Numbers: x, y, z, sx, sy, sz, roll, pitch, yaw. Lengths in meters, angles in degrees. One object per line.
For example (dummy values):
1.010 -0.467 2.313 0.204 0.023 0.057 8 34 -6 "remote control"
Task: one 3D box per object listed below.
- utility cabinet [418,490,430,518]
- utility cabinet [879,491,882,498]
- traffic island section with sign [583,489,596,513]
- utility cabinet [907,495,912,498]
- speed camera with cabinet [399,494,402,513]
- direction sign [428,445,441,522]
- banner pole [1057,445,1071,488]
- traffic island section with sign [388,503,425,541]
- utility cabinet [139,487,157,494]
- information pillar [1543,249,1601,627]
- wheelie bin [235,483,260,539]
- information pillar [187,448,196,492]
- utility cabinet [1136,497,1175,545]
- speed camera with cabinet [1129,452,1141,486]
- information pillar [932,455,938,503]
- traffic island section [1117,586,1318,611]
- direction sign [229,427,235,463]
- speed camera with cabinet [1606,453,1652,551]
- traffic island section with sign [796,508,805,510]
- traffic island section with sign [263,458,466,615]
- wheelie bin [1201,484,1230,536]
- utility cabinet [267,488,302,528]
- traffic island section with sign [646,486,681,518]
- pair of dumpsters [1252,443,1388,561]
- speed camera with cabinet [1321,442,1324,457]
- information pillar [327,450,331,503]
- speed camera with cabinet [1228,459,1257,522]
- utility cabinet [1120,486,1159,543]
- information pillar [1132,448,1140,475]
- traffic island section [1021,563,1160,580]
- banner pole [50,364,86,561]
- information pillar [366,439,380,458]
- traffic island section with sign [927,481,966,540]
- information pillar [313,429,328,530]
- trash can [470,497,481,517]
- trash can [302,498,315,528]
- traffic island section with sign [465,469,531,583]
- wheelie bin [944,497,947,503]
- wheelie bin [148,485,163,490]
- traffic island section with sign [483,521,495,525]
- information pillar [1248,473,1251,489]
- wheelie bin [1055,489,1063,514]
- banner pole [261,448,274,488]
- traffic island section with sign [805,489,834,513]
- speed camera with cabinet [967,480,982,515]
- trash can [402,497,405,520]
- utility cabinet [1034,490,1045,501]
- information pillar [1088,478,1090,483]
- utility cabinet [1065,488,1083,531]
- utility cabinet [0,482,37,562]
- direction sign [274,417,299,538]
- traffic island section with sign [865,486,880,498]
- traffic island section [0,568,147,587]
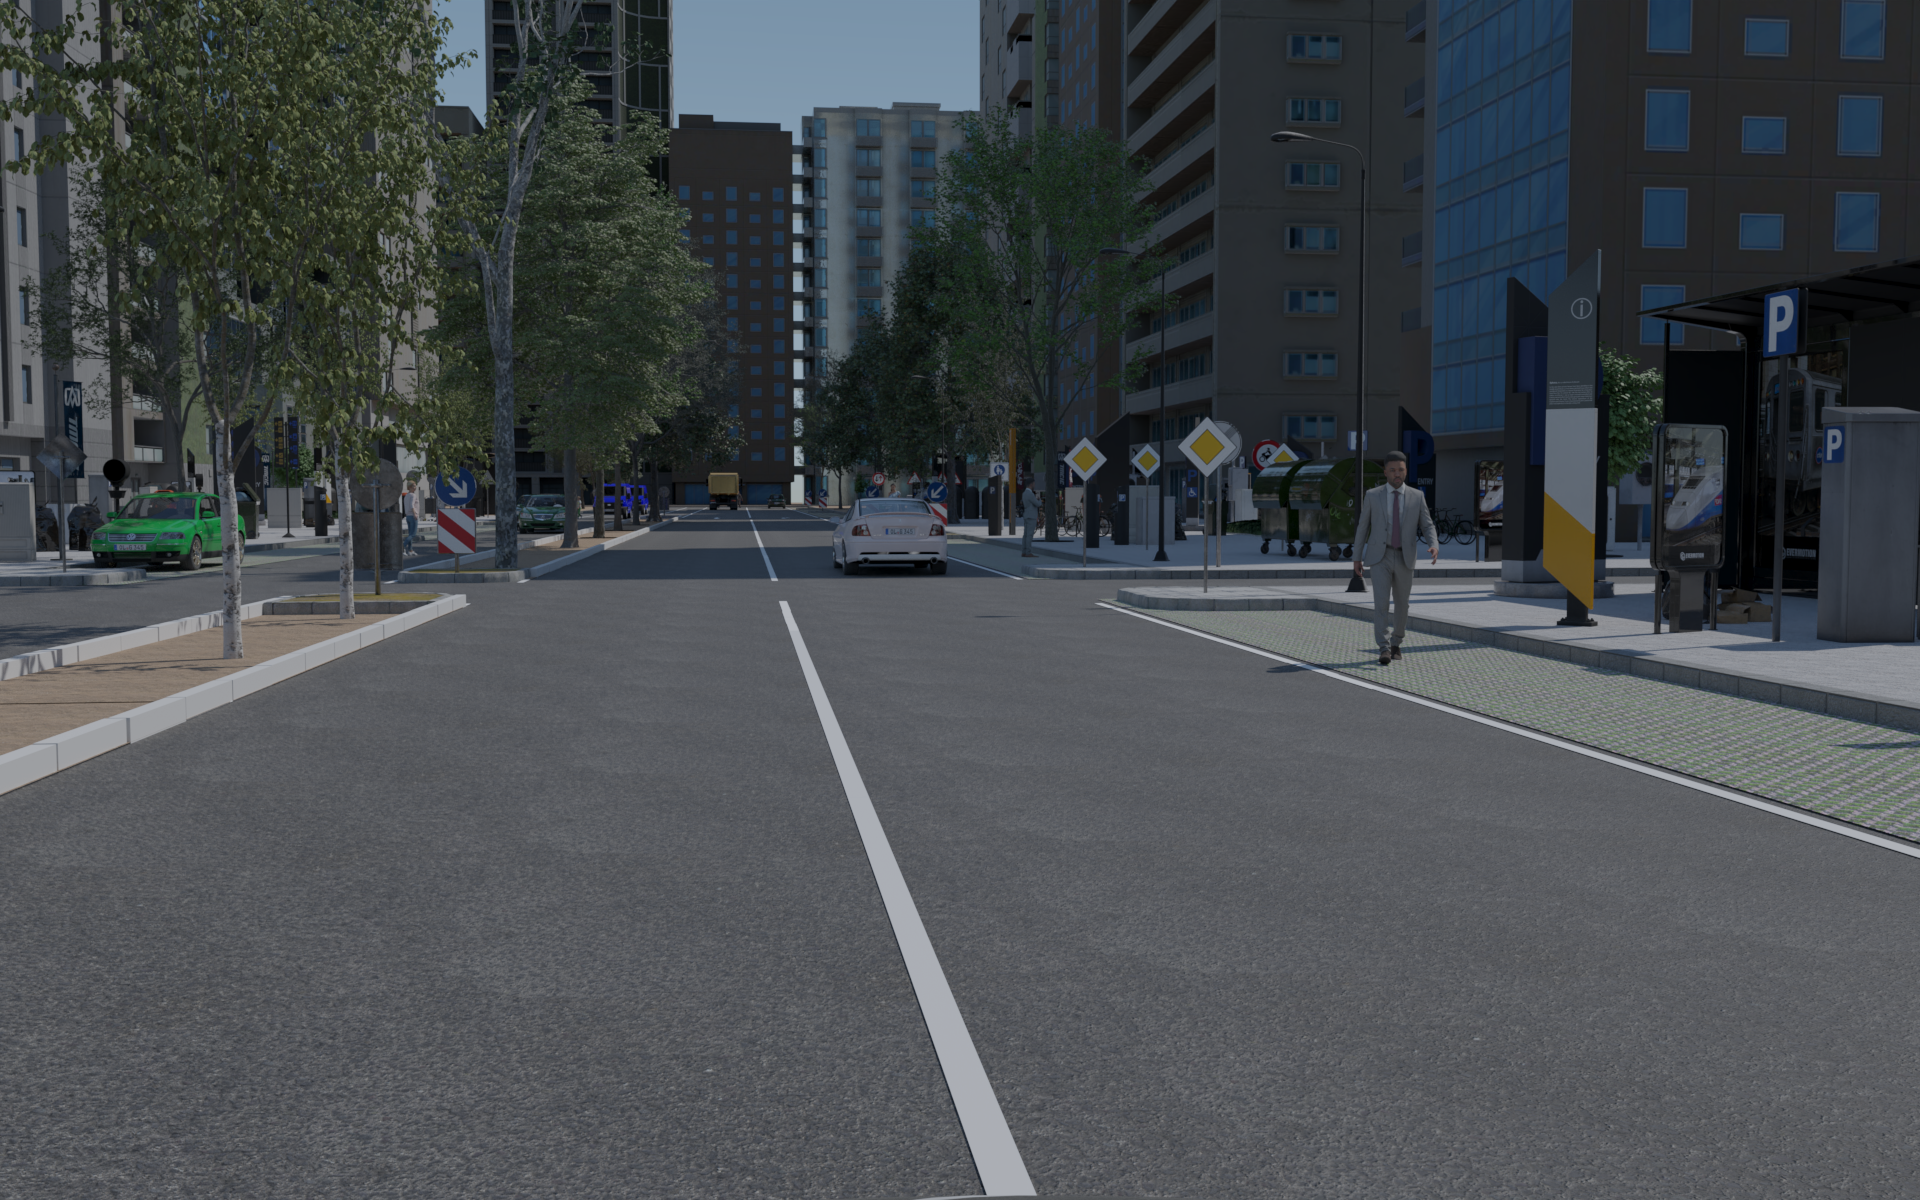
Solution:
-28.029 -5.009 90.576 0.318 1.500 1.173 0 4 -4 "utility cabinet"
-5.005 -5.752 102.728 0.318 1.500 1.173 2 4 24 "utility cabinet"
-27.090 -7.386 129.394 1.989 1.847 2.006 0 4 -7 "traffic island section with sign"
-2.459 -5.259 97.140 1.020 1.237 0.306 0 4 -7 "utility cabinet"
-27.545 -5.411 82.810 0.660 3.252 2.038 1 4 17 "speed camera with cabinet"
-23.993 -5.350 79.469 0.379 3.537 0.876 3 5 43 "direction sign"
5.397 -6.060 89.096 0.863 3.779 0.401 -1 4 -8 "banner pole"
-17.420 -2.699 52.754 1.989 1.847 2.006 0 4 -7 "traffic island section with sign"
-24.127 -2.619 51.500 0.318 1.500 1.173 -1 4 -15 "utility cabinet"
5.953 -1.558 16.828 0.504 3.616 0.183 3 4 38 "information pillar"
-20.284 -2.526 49.201 0.693 1.594 0.980 -1 4 -13 "wheelie bin"
-38.946 -5.897 87.767 0.504 3.616 0.183 2 4 28 "information pillar"
4.946 -2.000 43.862 1.020 1.237 0.306 -2 4 -28 "utility cabinet"
7.384 -5.290 80.829 2.038 3.252 0.660 2 4 26 "speed camera with cabinet"
-1.190 -5.509 81.425 0.183 3.616 0.504 2 4 24 "information pillar"
3.206 -0.013 22.498 2.009 0.180 2.903 0 4 -7 "traffic island section"
-24.611 -4.068 58.507 0.379 3.537 0.876 -3 4 -36 "direction sign"
14.644 -2.726 38.909 2.038 3.252 0.660 -1 4 -11 "speed camera with cabinet"
-14.097 -9.222 159.408 1.989 1.847 2.006 0 4 -7 "traffic island section with sign"
-7.340 -0.812 21.412 2.006 1.907 1.989 0 4 -7 "traffic island section with sign"
7.901 -2.791 53.540 0.693 1.594 0.980 -2 4 -27 "wheelie bin"
-25.107 -3.407 64.385 1.173 1.500 0.318 -1 4 -16 "utility cabinet"
-17.684 -5.821 103.310 2.006 1.907 1.989 0 4 -7 "traffic island section with sign"
7.290 -1.988 35.004 1.574 2.255 4.437 0 4 -7 "pair of dumpsters"
14.384 -4.405 66.365 2.038 3.252 0.660 -1 4 -19 "speed camera with cabinet"
-33.755 -6.186 92.500 0.183 3.616 0.504 1 4 9 "information pillar"
9.770 -4.003 59.780 0.660 3.252 2.038 0 4 -4 "speed camera with cabinet"
4.680 -2.215 44.896 1.173 1.500 0.318 3 4 39 "utility cabinet"
8.928 -5.903 87.865 0.504 3.616 0.183 -2 4 -33 "information pillar"
2.205 -0.498 30.421 2.009 0.180 2.903 0 4 -7 "traffic island section"
-17.334 -2.669 33.660 0.401 3.779 0.863 1 4 18 "banner pole"
-20.892 -4.298 61.626 0.504 3.616 0.183 0 4 -2 "information pillar"
-0.914 -2.843 55.108 1.989 1.847 2.006 0 4 -7 "traffic island section with sign"
-23.124 -4.346 62.409 0.183 3.616 0.504 0 4 6 "information pillar"
-26.788 -5.142 95.722 0.748 1.137 0.748 0 3 0 "trash can"
-24.898 -3.356 66.518 0.748 1.137 0.748 0 3 0 "trash can"
-8.258 -1.262 28.762 2.006 1.907 1.989 0 4 -7 "traffic island section with sign"
-0.593 -5.091 91.139 0.980 1.594 0.693 -1 4 -16 "wheelie bin"
-28.624 -3.279 61.518 0.693 1.594 0.980 1 4 12 "wheelie bin"
-20.852 -4.357 79.869 1.989 1.847 2.006 0 4 -7 "traffic island section with sign"
10.064 -3.472 61.263 0.304 2.012 0.304 -3 5 -42 "information pillar"
5.924 -5.929 104.840 0.693 1.594 0.980 2 4 26 "wheelie bin"
-37.270 -6.326 93.439 0.401 3.779 0.863 3 5 43 "banner pole"
-10.575 -7.526 131.670 1.989 1.847 2.006 0 4 -7 "traffic island section with sign"
0.789 -6.831 106.025 2.038 3.252 0.660 -1 4 -18 "speed camera with cabinet"
-28.235 -4.610 87.026 0.748 1.137 0.748 0 3 0 "trash can"
4.864 -5.751 102.702 1.173 1.500 0.318 0 4 6 "utility cabinet"
6.094 -4.630 80.186 0.304 2.012 0.304 0 4 7 "information pillar"
4.095 -3.091 59.221 0.318 1.500 1.173 -3 4 -36 "utility cabinet"
-18.033 -1.456 32.490 1.173 1.500 0.318 -1 4 -12 "utility cabinet"
-19.794 -3.606 50.956 0.876 3.537 0.379 1 4 22 "direction sign"
-4.291 -4.479 81.852 1.989 1.847 2.006 0 4 -7 "traffic island section with sign"
-14.653 -0.368 28.304 2.009 0.180 2.903 0 4 -7 "traffic island section"
